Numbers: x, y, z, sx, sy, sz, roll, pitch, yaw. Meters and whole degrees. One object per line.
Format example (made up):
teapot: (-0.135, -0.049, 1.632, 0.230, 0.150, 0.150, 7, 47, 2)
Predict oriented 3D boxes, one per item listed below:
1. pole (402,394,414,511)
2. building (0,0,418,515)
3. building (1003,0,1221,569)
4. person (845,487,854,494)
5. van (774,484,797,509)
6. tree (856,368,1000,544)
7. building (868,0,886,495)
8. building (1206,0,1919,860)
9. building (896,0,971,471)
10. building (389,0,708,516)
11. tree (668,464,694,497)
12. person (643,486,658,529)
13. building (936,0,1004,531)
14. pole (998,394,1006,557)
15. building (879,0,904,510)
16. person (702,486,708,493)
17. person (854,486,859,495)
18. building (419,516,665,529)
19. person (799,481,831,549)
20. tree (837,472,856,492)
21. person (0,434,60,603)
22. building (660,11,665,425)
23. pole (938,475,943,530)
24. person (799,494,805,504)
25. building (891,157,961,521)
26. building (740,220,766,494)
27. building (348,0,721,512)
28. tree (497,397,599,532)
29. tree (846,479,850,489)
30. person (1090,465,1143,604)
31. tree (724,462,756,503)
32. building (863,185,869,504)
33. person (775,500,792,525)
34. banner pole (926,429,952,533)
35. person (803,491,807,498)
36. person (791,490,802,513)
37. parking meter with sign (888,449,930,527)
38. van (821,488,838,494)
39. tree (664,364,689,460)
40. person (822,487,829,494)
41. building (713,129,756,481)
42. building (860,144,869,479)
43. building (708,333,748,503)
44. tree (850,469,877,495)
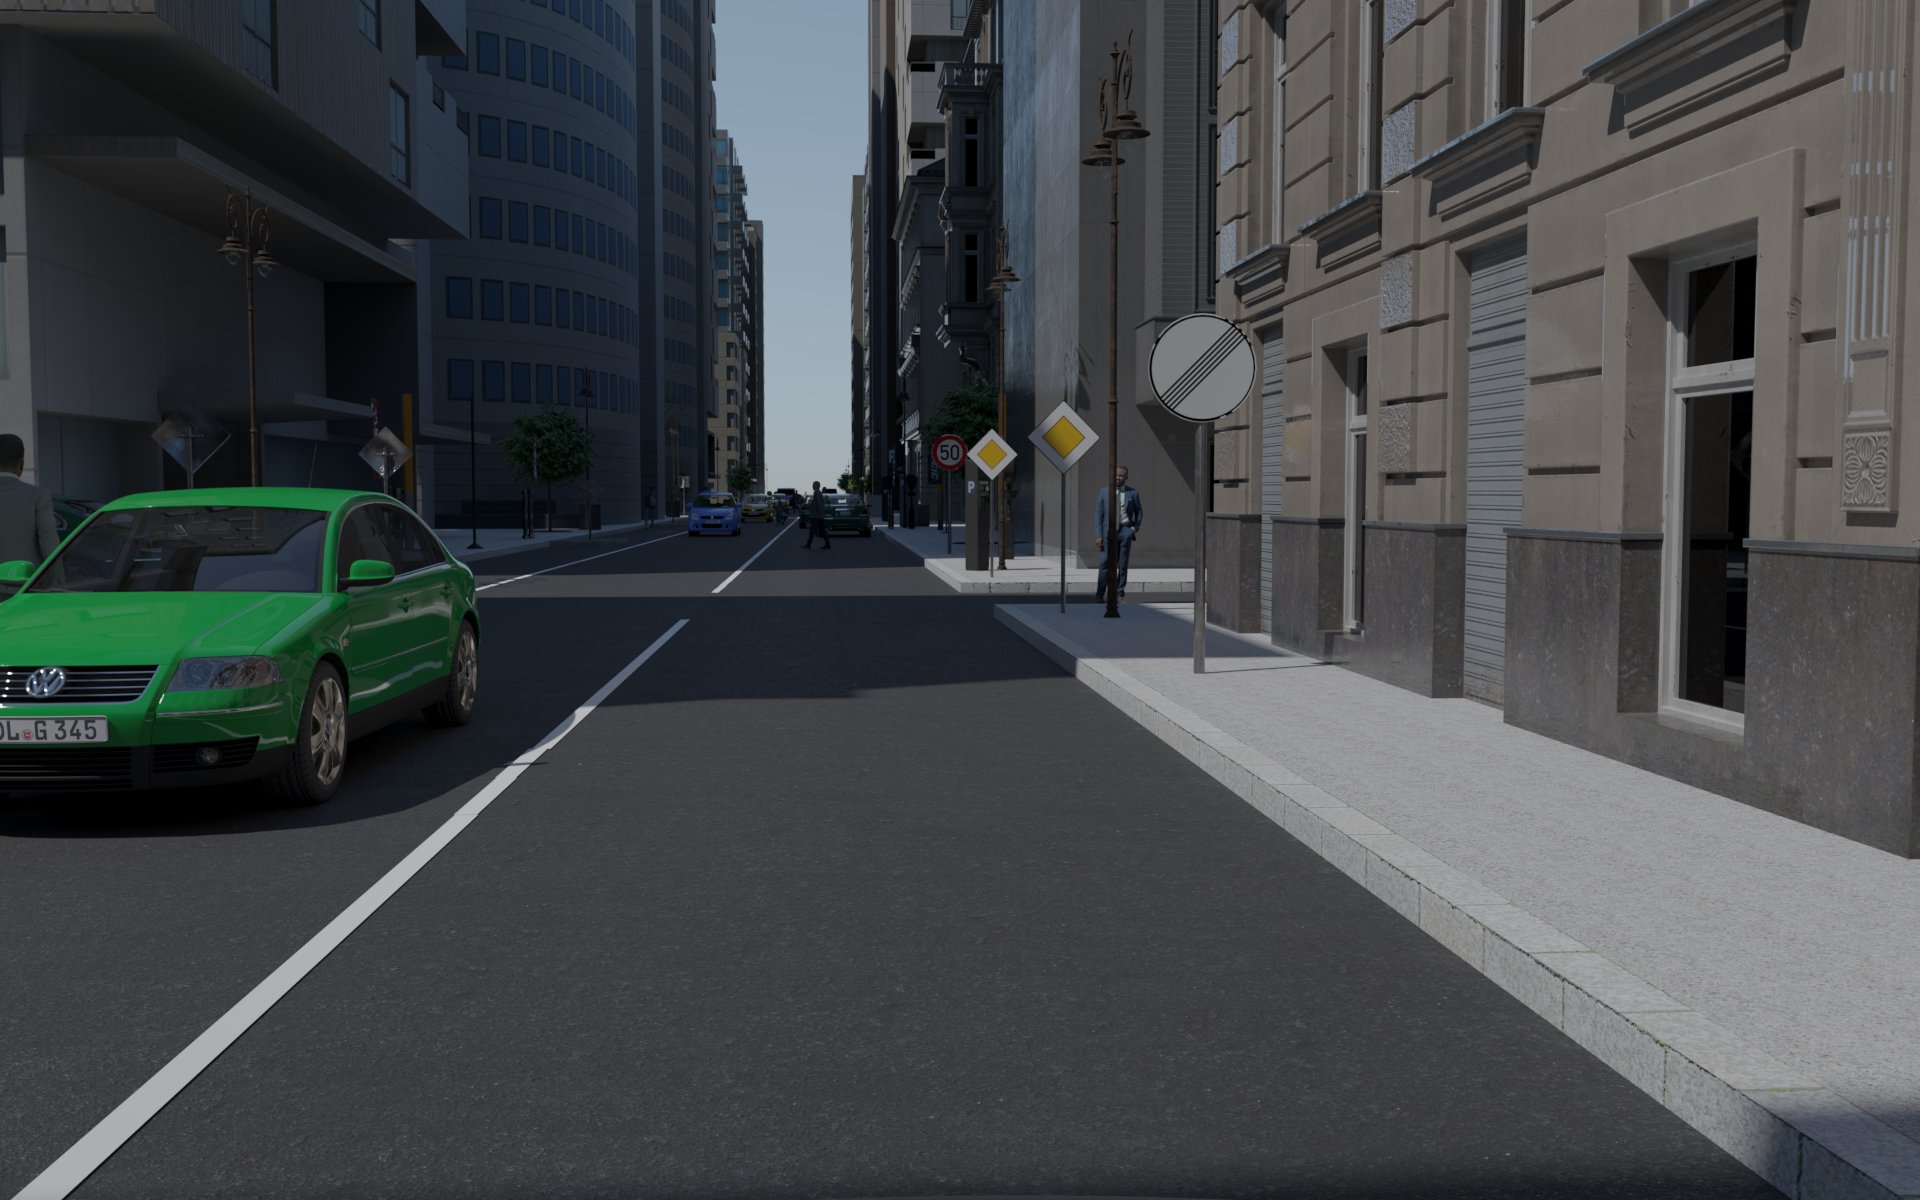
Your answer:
pole: (-11.293, -2.545, 35.449, 0.158, 3.312, 0.155, 0, 3, 0)
building: (-26.738, -27.411, 37.410, 28.713, 52.752, 27.495, 0, 4, -4)
building: (16.438, -13.226, 35.317, 30.058, 24.678, 14.314, 0, 4, -4)
person: (-5.898, -5.151, 92.981, 0.793, 1.790, 0.793, 3, 5, 44)
van: (-16.321, -9.704, 163.041, 2.240, 2.365, 5.245, 0, 4, -3)
tree: (0.448, -3.730, 44.705, 4.285, 4.588, 4.351, 0, 3, 0)
building: (1.911, -37.941, 162.341, 21.231, 58.520, 28.212, 0, 4, -4)
building: (9.015, -12.695, 4.830, 12.463, 27.353, 25.104, 0, 4, -4)
building: (9.451, -32.501, 120.635, 28.713, 52.752, 27.495, 0, 4, -4)
building: (-30.288, -35.807, 127.441, 21.231, 58.520, 28.212, 0, 4, -4)
tree: (-17.425, -7.023, 109.427, 1.663, 3.219, 1.824, 0, 3, 0)
person: (-12.703, -3.812, 71.172, 0.623, 1.781, 0.721, 0, 4, -7)
building: (6.430, -15.036, 64.925, 14.460, 24.649, 34.723, 0, 4, -4)
pole: (0.860, -2.541, 35.394, 0.158, 3.312, 0.155, 0, 3, 0)
building: (0.662, -30.049, 141.417, 14.600, 45.320, 14.200, 0, 4, -4)
person: (-12.506, -4.689, 85.262, 0.391, 1.810, 0.635, -3, 5, -45)
person: (-4.705, -4.242, 78.194, 0.374, 1.781, 0.599, 0, 4, 7)
building: (-24.650, -32.495, 73.290, 21.231, 58.520, 28.212, 0, 4, -4)
person: (-3.787, -2.219, 45.176, 0.834, 1.777, 0.661, -1, 4, -11)
tree: (-14.719, -14.997, 228.915, 4.285, 4.588, 4.351, 0, 3, 0)
person: (-5.695, -0.097, 10.358, 0.678, 1.792, 0.850, -1, 4, -17)
building: (-26.029, -27.941, 106.944, 14.600, 45.320, 14.200, 0, 4, -4)
pole: (-0.686, -4.106, 60.981, 0.158, 3.312, 0.155, 0, 3, 0)
person: (-11.125, -6.753, 122.152, 0.421, 1.427, 0.697, -3, 5, -41)
building: (1.997, -13.902, 91.925, 10.561, 19.102, 19.286, 0, 4, -4)
building: (-35.628, -34.696, 250.865, 14.154, 41.232, 14.086, 0, 4, -4)
building: (-35.932, -34.633, 155.491, 28.713, 52.752, 27.495, 0, 4, -4)
tree: (-13.969, -4.591, 58.784, 4.285, 4.588, 4.351, 0, 3, 0)
tree: (-12.445, -12.430, 197.837, 1.663, 3.219, 1.824, 0, 3, 0)
person: (2.007, -0.837, 22.360, 0.721, 1.800, 0.419, 0, 4, -3)
tree: (-22.534, -11.862, 177.656, 4.285, 4.588, 4.351, 0, 3, 0)
building: (-5.978, -33.546, 232.069, 14.154, 41.232, 14.086, 0, 4, -4)
person: (-8.247, -4.094, 80.931, 0.738, 1.151, 1.012, 3, 5, 43)
banner pole: (-0.677, -4.077, 56.674, 0.863, 3.779, 0.401, 1, 4, 9)
person: (-17.905, -11.753, 201.367, 1.217, 1.736, 0.721, -2, 4, -24)
person: (-12.644, -7.621, 133.652, 0.990, 1.755, 0.434, -2, 4, -27)
parking meter with sign: (-1.971, -4.381, 67.882, 1.738, 3.016, 0.543, -3, 5, -40)
van: (-14.273, -11.248, 188.285, 2.240, 2.365, 5.245, 0, 4, -6)
tree: (-16.660, -8.779, 93.894, 4.360, 8.622, 3.978, 0, 3, 0)
person: (-6.067, -4.233, 78.136, 0.576, 1.772, 0.534, -2, 4, -32)
building: (-39.306, -37.213, 228.045, 23.786, 49.044, 30.456, 0, 4, -4)
building: (-0.126, -36.109, 209.988, 23.786, 49.044, 30.456, 0, 4, -4)
building: (-38.970, -21.661, 199.200, 27.650, 21.520, 28.899, 0, 4, -4)
tree: (-6.415, -7.879, 123.431, 1.663, 3.219, 1.824, 0, 3, 0)
